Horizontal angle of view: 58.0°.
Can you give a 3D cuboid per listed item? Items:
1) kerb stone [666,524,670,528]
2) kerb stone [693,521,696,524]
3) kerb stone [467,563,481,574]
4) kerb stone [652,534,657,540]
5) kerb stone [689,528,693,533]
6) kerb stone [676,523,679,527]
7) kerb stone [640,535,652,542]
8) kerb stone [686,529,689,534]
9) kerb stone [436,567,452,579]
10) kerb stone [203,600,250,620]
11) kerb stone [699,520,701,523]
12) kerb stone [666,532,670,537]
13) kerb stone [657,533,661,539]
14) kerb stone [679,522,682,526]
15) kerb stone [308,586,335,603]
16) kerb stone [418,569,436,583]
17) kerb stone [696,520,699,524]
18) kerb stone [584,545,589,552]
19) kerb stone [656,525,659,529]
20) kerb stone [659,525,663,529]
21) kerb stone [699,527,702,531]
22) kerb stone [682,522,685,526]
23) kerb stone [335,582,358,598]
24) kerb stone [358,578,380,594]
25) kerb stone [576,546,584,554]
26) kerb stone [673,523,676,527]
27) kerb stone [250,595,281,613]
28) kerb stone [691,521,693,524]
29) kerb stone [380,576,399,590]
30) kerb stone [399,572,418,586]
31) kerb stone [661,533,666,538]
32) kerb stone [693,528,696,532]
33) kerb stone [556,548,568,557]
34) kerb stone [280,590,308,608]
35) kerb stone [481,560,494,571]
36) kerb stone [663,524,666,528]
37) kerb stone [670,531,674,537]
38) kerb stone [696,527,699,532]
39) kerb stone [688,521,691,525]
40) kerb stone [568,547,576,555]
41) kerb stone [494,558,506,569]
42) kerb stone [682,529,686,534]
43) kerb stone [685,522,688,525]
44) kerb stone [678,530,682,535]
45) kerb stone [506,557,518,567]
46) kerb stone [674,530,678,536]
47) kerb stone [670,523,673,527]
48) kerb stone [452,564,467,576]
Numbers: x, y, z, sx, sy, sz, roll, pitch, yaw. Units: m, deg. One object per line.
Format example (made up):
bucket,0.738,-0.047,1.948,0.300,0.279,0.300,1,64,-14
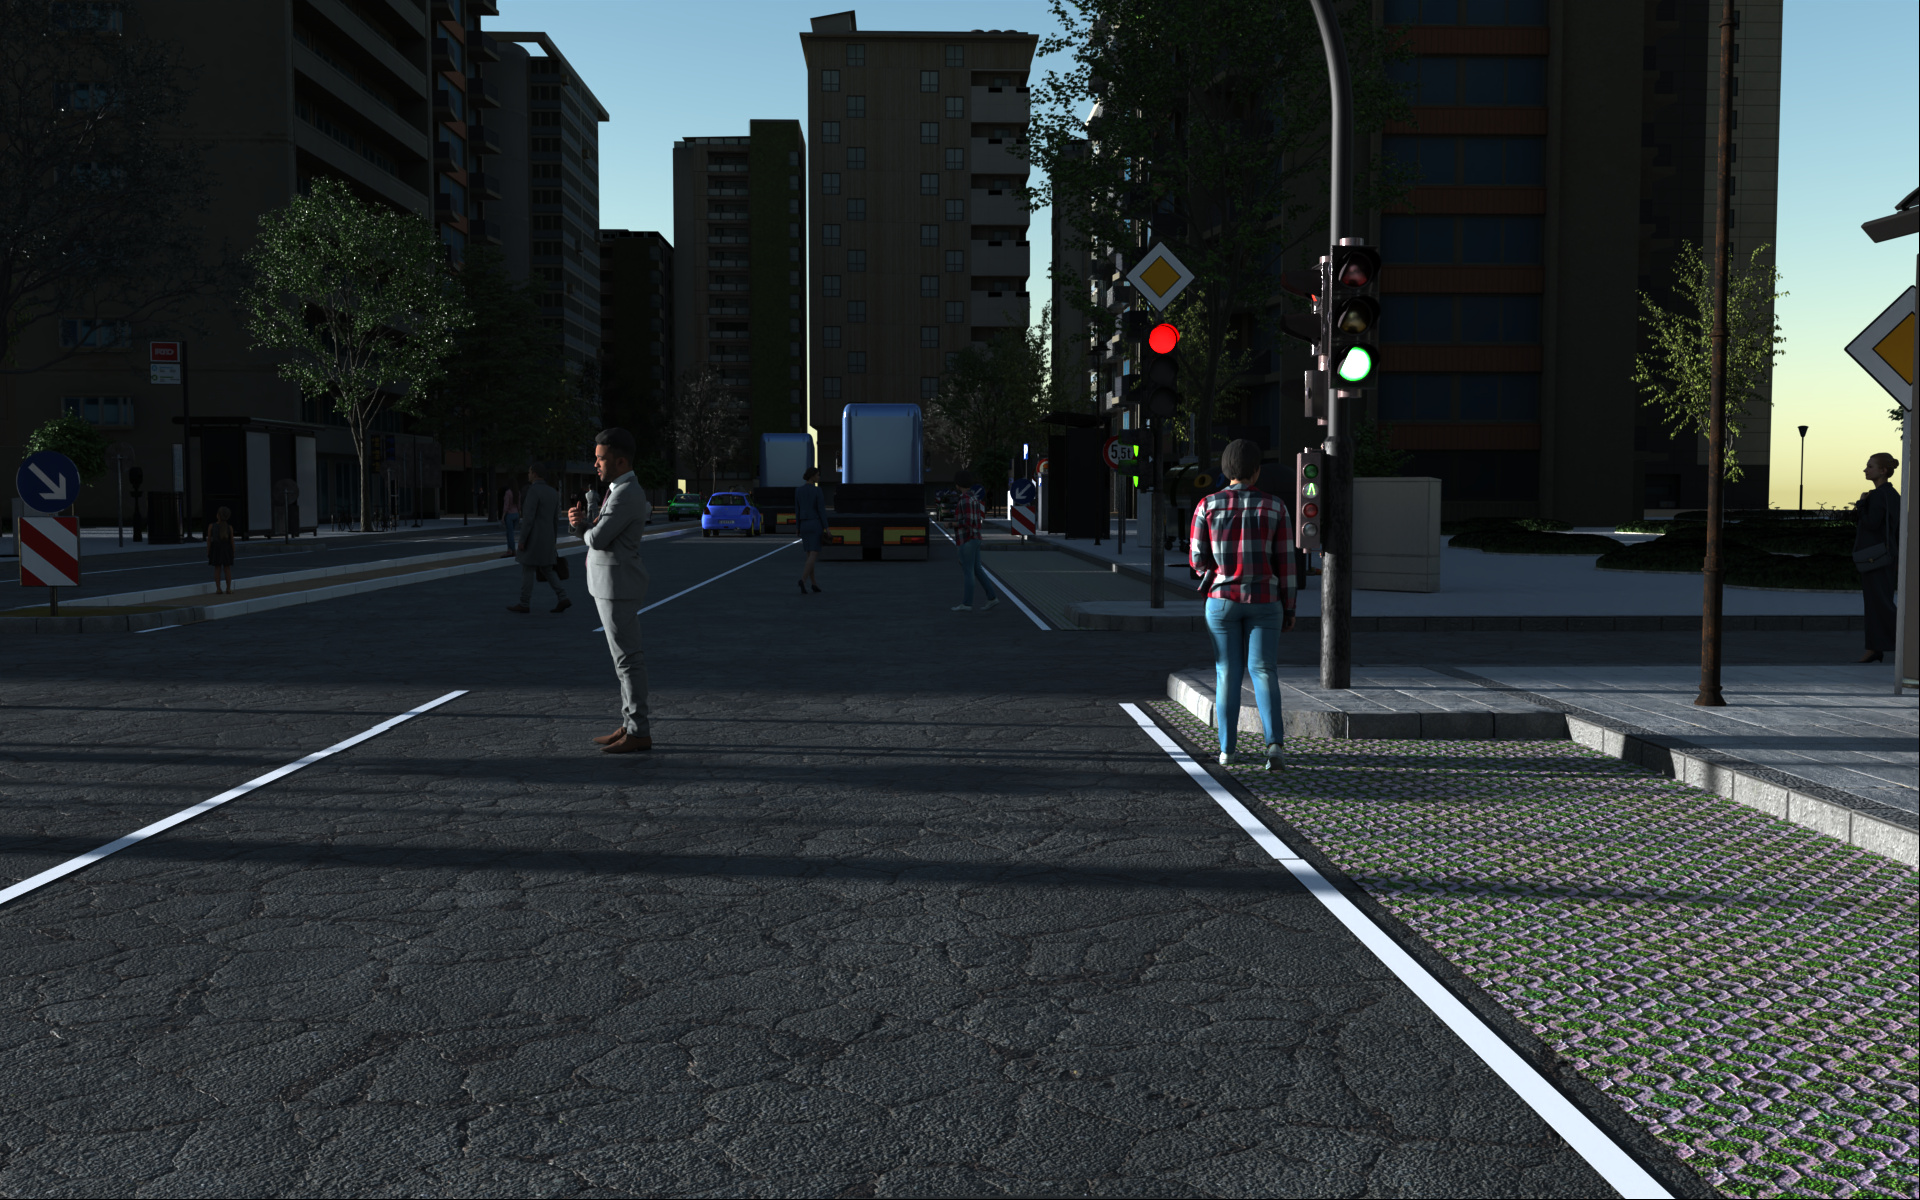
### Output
kerb stone,-12.361,-3.068,72.361,0.120,0.150,1.000,0,4,-2
kerb stone,-12.671,-3.632,81.584,0.120,0.150,1.000,0,4,-2
kerb stone,-8.925,-0.566,31.451,0.120,0.150,1.000,0,4,-2
kerb stone,-9.669,-1.944,53.997,0.120,0.150,1.000,0,4,-2
kerb stone,-9.971,-2.509,63.216,0.120,0.150,1.000,0,4,-2
kerb stone,-12.474,-3.256,75.431,0.120,0.150,1.000,0,4,-2
kerb stone,-9.633,-1.882,52.972,0.120,0.150,1.000,0,4,-2
kerb stone,-9.938,-2.443,62.193,0.120,0.150,1.000,0,4,-2
kerb stone,-8.865,-0.441,29.398,0.120,0.150,1.000,0,4,-2
kerb stone,-8.561,0.126,20.191,0.120,0.150,1.000,0,4,-2
kerb stone,-12.740,-3.758,83.638,0.120,0.150,1.000,0,4,-2
kerb stone,-9.766,-2.131,57.070,0.120,0.150,1.000,0,4,-2
kerb stone,-9.705,-2.004,55.022,0.120,0.150,1.000,0,4,-2
kerb stone,-12.504,-3.317,76.458,0.120,0.150,1.000,0,4,-2
kerb stone,-8.660,-0.061,23.262,0.120,0.150,1.000,0,4,-2
kerb stone,-8.829,-0.378,28.377,0.120,0.150,1.000,0,4,-2
kerb stone,-12.707,-3.695,82.615,0.120,0.150,1.000,0,4,-2
kerb stone,-9.300,-1.254,42.701,0.120,0.150,1.000,0,4,-2
kerb stone,-12.262,-2.878,69.278,0.120,0.150,1.000,0,4,-2
kerb stone,-12.301,-2.942,70.304,0.120,0.150,1.000,0,4,-2
kerb stone,-10.077,-2.695,66.293,0.120,0.150,1.000,0,4,-2
kerb stone,-12.536,-3.380,77.481,0.120,0.150,1.000,0,4,-2
kerb stone,-8.696,-0.128,24.283,0.120,0.150,1.000,0,4,-2
kerb stone,-8.730,-0.189,25.308,0.120,0.150,1.000,0,4,-2
kerb stone,-9.264,-1.188,41.680,0.120,0.150,1.000,0,4,-2
kerb stone,-12.438,-3.194,74.409,0.120,0.150,1.000,0,4,-2
kerb stone,-8.593,0.062,21.213,0.120,0.150,1.000,0,4,-2
kerb stone,-12.637,-3.570,80.562,0.120,0.150,1.000,0,4,-2
kerb stone,-8.771,-0.253,26.330,0.120,0.150,1.000,0,4,-2
kerb stone,-8.799,-0.312,27.352,0.120,0.150,1.000,0,4,-2
kerb stone,-9.732,-2.066,56.044,0.120,0.150,1.000,0,4,-2
kerb stone,-10.001,-2.572,64.240,0.120,0.150,1.000,0,4,-2
kerb stone,-9.194,-1.067,39.636,0.120,0.150,1.000,0,4,-2
kerb stone,-8.633,-0.003,22.238,0.120,0.150,1.000,0,4,-2
kerb stone,-8.963,-0.620,32.476,0.120,0.150,1.000,0,4,-2
kerb stone,-12.330,-2.997,71.331,0.120,0.150,1.000,0,4,-2
kerb stone,-9.804,-2.189,58.092,0.120,0.150,1.000,0,4,-2
kerb stone,-10.033,-2.629,65.272,0.120,0.150,1.000,0,4,-2
kerb stone,-12.603,-3.507,79.532,0.120,0.150,1.000,0,4,-2
kerb stone,-9.230,-1.129,40.657,0.120,0.150,1.000,0,4,-2
kerb stone,-9.000,-0.691,33.497,0.120,0.150,1.000,0,4,-2
kerb stone,-9.894,-2.383,61.163,0.120,0.150,1.000,0,4,-2
kerb stone,-12.569,-3.441,78.506,0.120,0.150,1.000,0,4,-2
kerb stone,-9.871,-2.319,60.135,0.120,0.150,1.000,0,4,-2
kerb stone,-9.035,-0.754,34.519,0.120,0.150,1.000,0,4,-2
kerb stone,-9.838,-2.258,59.113,0.120,0.150,1.000,0,4,-2
kerb stone,-12.398,-3.131,73.384,0.120,0.150,1.000,0,4,-2
kerb stone,-8.898,-0.500,30.425,0.120,0.150,1.000,0,4,-2
